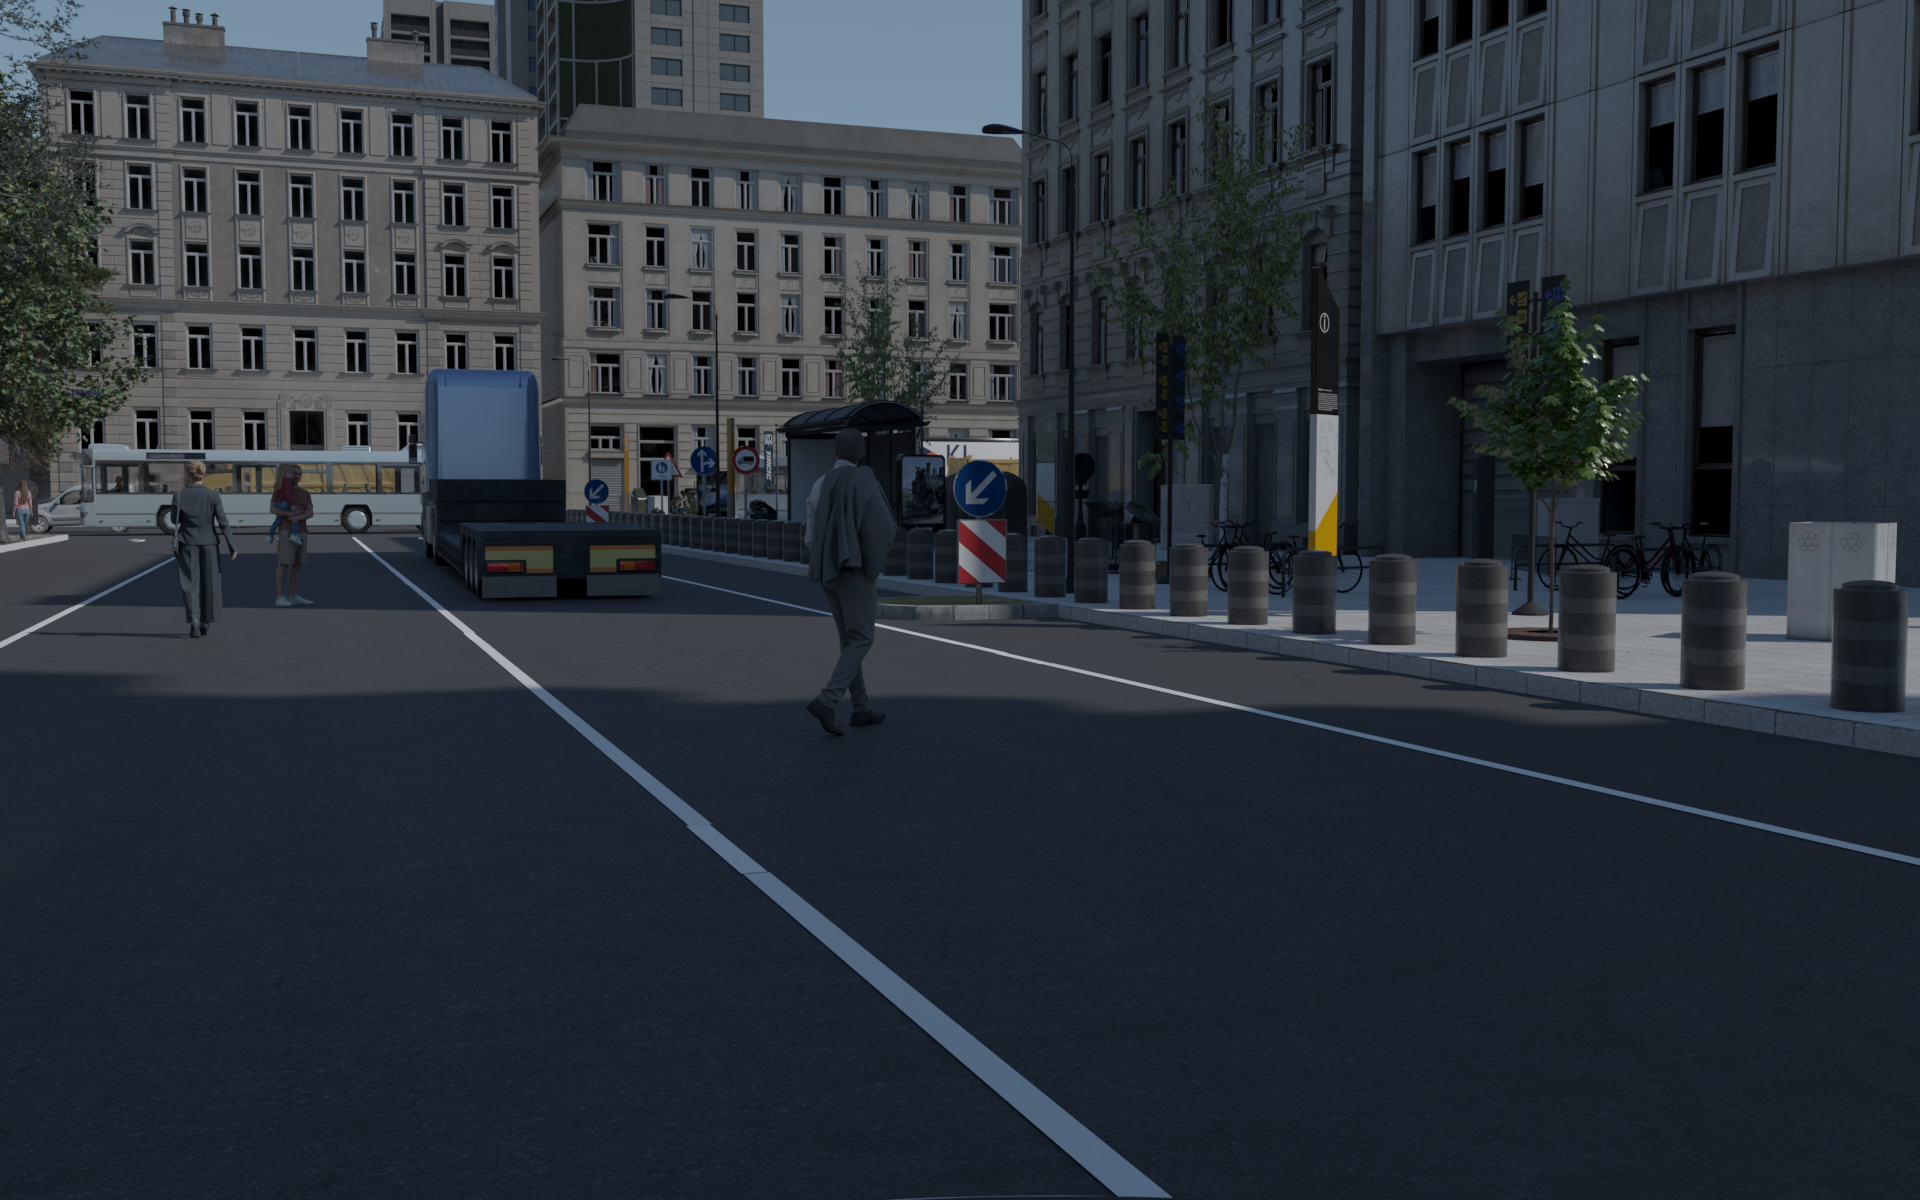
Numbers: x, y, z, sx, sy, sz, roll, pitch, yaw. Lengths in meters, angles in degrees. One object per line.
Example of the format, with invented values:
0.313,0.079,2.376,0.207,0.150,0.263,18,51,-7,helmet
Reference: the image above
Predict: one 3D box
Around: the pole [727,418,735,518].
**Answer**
-6.132,-3.214,46.386,0.158,3.312,0.155,0,3,0,pole

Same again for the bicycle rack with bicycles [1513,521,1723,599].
8.727,-0.555,22.454,2.925,0.926,2.852,-1,4,-22,bicycle rack with bicycles

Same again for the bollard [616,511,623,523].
-9.582,-2.145,49.788,0.404,0.777,0.398,0,3,0,bollard

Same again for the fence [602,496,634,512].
-17.882,-4.854,90.570,2.264,1.192,0.480,2,4,30,fence

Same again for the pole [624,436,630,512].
-11.618,-4.069,60.376,0.158,3.312,0.155,0,3,0,pole

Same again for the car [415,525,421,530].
-19.659,-3.574,68.229,4.222,1.686,2.009,-1,4,-22,car

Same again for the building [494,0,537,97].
-40.159,-39.715,191.336,21.231,58.520,28.212,-1,4,-21,building

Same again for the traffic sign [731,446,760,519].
-5.635,-2.779,45.540,0.768,2.556,0.104,-1,4,-20,traffic sign

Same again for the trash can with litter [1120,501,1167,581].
2.925,-0.892,25.974,1.055,1.170,0.624,3,5,43,trash can with litter

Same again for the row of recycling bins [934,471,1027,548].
0.349,-1.563,32.660,1.069,1.692,3.534,-1,4,-17,row of recycling bins

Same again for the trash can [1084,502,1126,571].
2.460,-1.074,29.208,0.748,1.137,0.748,0,3,0,trash can

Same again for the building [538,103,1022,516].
-11.123,-16.753,107.187,30.059,22.955,16.112,-1,4,-21,building

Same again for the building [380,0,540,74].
-73.597,-49.960,255.092,20.611,71.187,20.563,-1,4,-21,building

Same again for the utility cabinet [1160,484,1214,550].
5.136,-1.867,39.212,1.173,1.500,0.318,2,4,31,utility cabinet

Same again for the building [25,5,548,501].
-36.188,-18.234,95.385,25.104,27.353,12.463,-1,4,-21,building

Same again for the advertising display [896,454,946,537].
-0.633,-1.404,28.174,0.974,1.923,0.123,-3,5,-43,advertising display

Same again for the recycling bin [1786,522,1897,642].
7.793,-0.169,15.314,0.722,1.027,0.722,3,5,40,recycling bin

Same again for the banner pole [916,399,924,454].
-1.073,-3.430,46.093,0.401,3.779,0.863,-1,4,-16,banner pole

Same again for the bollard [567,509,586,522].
-13.005,-2.695,58.785,0.404,0.777,0.398,0,3,0,bollard

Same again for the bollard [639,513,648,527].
-8.306,-1.939,46.414,0.404,0.777,0.398,0,3,0,bollard

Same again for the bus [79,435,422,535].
-24.954,-4.099,61.879,13.247,3.499,2.948,-1,4,-20,bus

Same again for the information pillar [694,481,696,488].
-14.408,-5.540,95.064,0.304,2.012,0.304,-1,4,-21,information pillar

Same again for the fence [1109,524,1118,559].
3.473,-1.220,35.319,0.278,0.683,2.069,2,4,26,fence

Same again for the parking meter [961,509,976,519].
0.199,-1.343,30.371,0.372,1.533,0.369,0,3,0,parking meter

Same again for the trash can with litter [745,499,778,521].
-4.135,-1.620,37.878,1.055,1.170,0.624,-3,5,-43,trash can with litter

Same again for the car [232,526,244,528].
-31.935,-3.929,73.030,4.718,1.807,1.959,-1,4,-21,car

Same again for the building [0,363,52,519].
-63.479,-16.434,87.770,30.058,24.678,14.314,-1,4,-21,building

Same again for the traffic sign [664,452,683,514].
-9.087,-3.302,53.995,0.884,2.594,0.081,-1,4,-12,traffic sign

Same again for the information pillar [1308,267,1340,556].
3.806,-1.639,18.147,0.183,3.616,0.504,3,5,40,information pillar

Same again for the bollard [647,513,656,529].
-7.873,-1.870,45.289,0.404,0.777,0.398,0,3,0,bollard

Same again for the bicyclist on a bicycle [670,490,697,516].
-12.786,-4.255,79.597,1.625,1.676,1.499,-1,4,-22,bicyclist on a bicycle

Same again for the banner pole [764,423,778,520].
-6.583,-4.321,60.658,0.401,3.779,0.863,3,4,39,banner pole

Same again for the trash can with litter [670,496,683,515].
-15.738,-5.116,95.027,0.624,1.170,1.055,3,5,42,trash can with litter

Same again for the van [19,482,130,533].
-32.909,-3.531,64.737,4.112,2.044,2.013,-1,4,-21,van

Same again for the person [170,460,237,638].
-7.620,-0.519,17.407,0.534,1.772,0.576,3,5,43,person

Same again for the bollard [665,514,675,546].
-7.020,-1.732,43.030,0.404,0.777,0.398,0,3,0,bollard

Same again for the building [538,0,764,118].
-31.527,-44.643,168.158,20.563,71.187,20.611,-1,4,-21,building

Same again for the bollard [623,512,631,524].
-9.157,-2.076,48.662,0.404,0.777,0.398,0,3,0,bollard

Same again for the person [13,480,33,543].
-26.455,-2.471,48.916,0.388,1.821,0.555,2,4,24,person

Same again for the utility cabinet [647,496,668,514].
-10.534,-3.020,60.547,0.306,1.237,1.020,1,4,19,utility cabinet

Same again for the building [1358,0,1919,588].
17.280,-12.814,27.530,12.078,24.808,19.932,-1,4,-21,building

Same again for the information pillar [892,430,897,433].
-1.785,-3.398,46.906,0.183,3.616,0.504,1,4,11,information pillar

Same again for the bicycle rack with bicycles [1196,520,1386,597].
4.078,-0.571,22.723,2.925,0.926,2.852,-2,4,-31,bicycle rack with bicycles

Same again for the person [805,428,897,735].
-0.655,-0.114,10.471,0.679,1.850,0.850,2,4,34,person

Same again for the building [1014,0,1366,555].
9.266,-12.021,45.696,9.793,20.994,18.267,-1,4,-21,building

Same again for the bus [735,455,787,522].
-6.746,-4.763,72.738,2.948,3.499,13.247,-1,4,-22,bus

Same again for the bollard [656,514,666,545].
-7.443,-1.801,44.156,0.404,0.777,0.398,0,3,0,bollard

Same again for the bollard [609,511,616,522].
-10.012,-2.214,50.910,0.404,0.777,0.398,0,3,0,bollard

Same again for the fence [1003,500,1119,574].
1.596,-0.984,27.294,2.264,1.192,0.480,-2,4,-29,fence

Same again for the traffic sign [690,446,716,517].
-6.818,-2.817,46.171,0.768,2.556,0.104,-1,4,-20,traffic sign

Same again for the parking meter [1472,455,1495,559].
7.959,-1.262,26.343,0.255,1.863,0.399,0,4,3,parking meter

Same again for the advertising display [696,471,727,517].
-6.812,-2.612,47.921,0.974,1.923,0.123,-2,4,-29,advertising display

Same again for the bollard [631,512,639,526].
-8.731,-2.007,47.538,0.404,0.777,0.398,0,3,0,bollard

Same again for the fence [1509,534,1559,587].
8.241,-0.583,24.907,0.278,0.683,2.069,0,4,1,fence

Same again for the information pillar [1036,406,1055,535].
2.303,-3.364,46.364,0.504,3.616,0.183,0,4,-7,information pillar

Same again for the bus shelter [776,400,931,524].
-2.557,-2.816,39.973,2.014,3.302,5.546,-1,4,-21,bus shelter

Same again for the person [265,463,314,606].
-8.610,-0.842,22.245,0.573,1.828,0.580,-1,4,-13,person

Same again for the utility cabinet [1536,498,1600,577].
9.477,-0.970,27.019,1.020,1.237,0.306,-2,4,-24,utility cabinet

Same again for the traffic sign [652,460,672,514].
-8.828,-3.006,51.285,0.606,2.300,0.079,-1,4,-15,traffic sign
